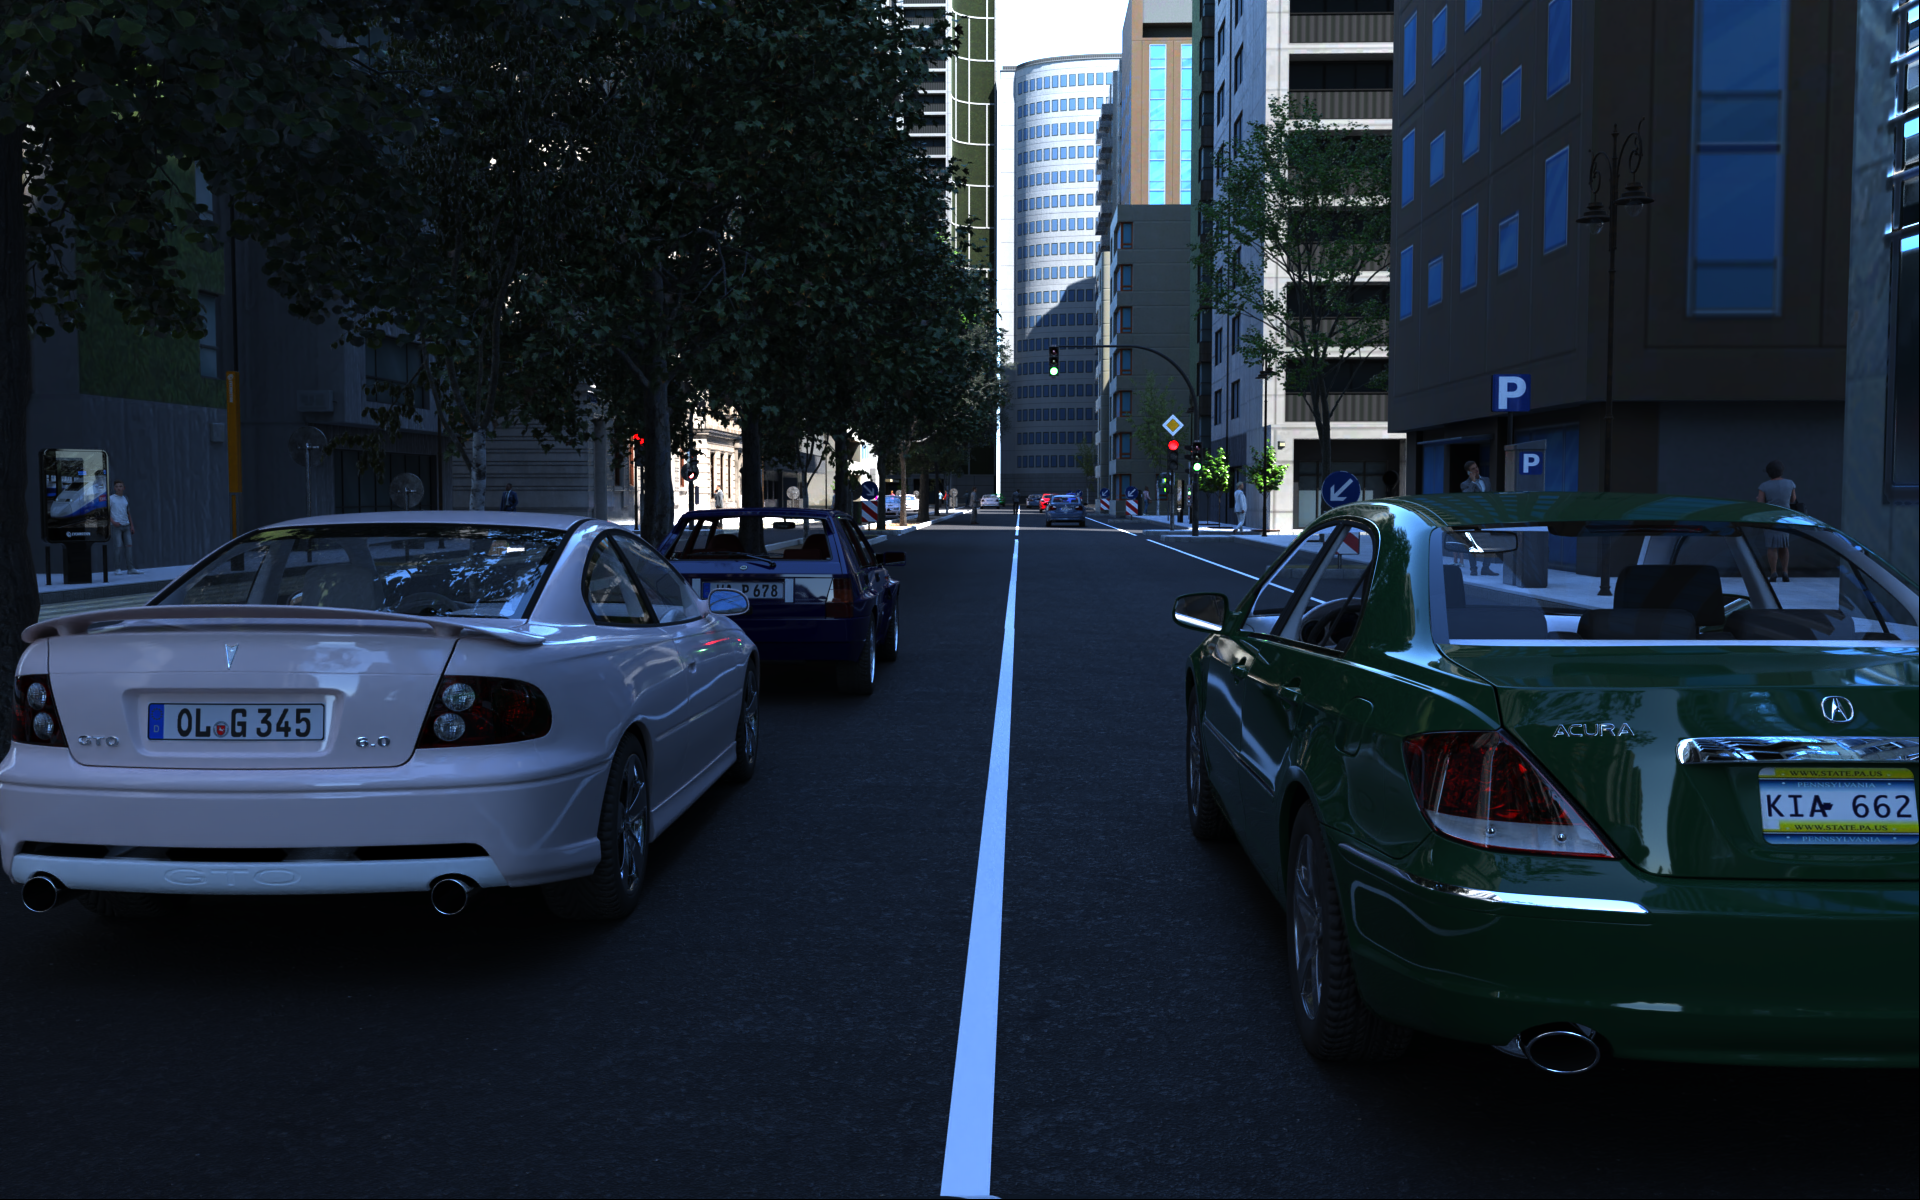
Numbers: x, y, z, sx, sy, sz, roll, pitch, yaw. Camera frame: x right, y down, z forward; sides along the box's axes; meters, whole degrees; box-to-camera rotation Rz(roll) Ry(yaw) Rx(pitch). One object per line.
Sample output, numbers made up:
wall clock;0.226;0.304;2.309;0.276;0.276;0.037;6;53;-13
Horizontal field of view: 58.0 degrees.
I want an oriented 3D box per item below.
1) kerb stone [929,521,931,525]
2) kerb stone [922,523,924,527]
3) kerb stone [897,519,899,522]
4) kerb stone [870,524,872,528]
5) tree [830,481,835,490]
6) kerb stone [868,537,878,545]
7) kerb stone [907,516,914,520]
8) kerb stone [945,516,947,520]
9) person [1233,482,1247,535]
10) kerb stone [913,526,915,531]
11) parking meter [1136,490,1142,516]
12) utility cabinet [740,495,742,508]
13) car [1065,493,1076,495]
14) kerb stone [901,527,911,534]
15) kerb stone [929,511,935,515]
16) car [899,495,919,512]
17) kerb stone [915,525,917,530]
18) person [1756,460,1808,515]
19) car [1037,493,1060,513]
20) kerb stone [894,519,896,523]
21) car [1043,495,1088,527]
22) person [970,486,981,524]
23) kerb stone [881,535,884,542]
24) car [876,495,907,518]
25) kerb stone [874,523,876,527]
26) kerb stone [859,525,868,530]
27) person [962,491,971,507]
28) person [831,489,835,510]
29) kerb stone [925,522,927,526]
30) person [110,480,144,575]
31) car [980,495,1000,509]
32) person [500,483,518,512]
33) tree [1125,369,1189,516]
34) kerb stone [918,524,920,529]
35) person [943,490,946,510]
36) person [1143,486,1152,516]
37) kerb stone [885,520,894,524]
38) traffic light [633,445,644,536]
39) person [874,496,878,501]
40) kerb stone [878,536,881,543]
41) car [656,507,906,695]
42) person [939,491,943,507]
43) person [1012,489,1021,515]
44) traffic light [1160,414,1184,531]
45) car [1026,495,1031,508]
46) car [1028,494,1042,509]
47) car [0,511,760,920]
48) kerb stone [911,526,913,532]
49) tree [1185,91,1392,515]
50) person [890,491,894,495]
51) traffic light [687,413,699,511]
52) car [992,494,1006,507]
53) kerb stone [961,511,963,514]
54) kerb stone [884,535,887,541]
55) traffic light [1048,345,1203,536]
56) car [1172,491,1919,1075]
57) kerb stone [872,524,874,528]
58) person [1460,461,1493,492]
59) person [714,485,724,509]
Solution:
kerb stone;-1.521;-3.392;77.679;0.120;0.150;1.000;0;4;2
kerb stone;-1.697;-3.080;72.554;0.120;0.150;1.000;0;4;2
kerb stone;-3.302;-3.956;86.970;0.120;0.150;1.000;0;4;2
kerb stone;-3.836;-3.018;71.593;0.120;0.150;1.000;0;4;2
tree;-9.161;-8.625;135.615;1.663;3.219;1.824;0;3;0
kerb stone;-2.502;-1.667;49.444;0.120;0.150;1.000;0;4;2
kerb stone;-2.865;-4.713;99.271;0.120;0.150;1.000;0;4;2
kerb stone;-0.950;-4.396;94.062;0.120;0.150;1.000;0;4;2
person;9.109;-2.948;56.573;0.818;1.842;0.514;-3;5;-41
kerb stone;-1.909;-2.701;66.390;0.120;0.150;1.000;0;4;2
parking meter;10.579;-5.751;102.446;0.372;1.533;0.369;0;3;0
utility cabinet;-10.408;-4.524;85.132;0.306;1.237;1.020;1;4;23
car;11.262;-10.147;175.494;1.945;1.707;3.694;0;4;1
kerb stone;-1.989;-2.578;64.347;0.120;0.150;1.000;0;4;2
kerb stone;-1.980;-6.279;124.857;0.120;0.150;1.000;0;4;2
car;-4.347;-7.880;141.194;2.083;1.381;4.827;0;4;2
kerb stone;-1.875;-2.766;67.422;0.120;0.150;1.000;0;4;2
person;11.980;-1.155;25.278;0.716;1.782;0.532;1;4;9
car;6.902;-7.463;131.063;2.155;1.783;4.494;0;4;2
kerb stone;-3.367;-3.834;84.925;0.120;0.150;1.000;0;4;2
car;4.701;-3.990;77.233;2.014;1.417;4.499;0;4;3
person;0.764;-4.510;82.439;0.583;1.804;0.606;-1;4;-14
kerb stone;-2.427;-1.791;51.486;0.120;0.150;1.000;0;4;2
car;-4.128;-5.424;101.049;2.083;1.381;4.827;0;4;2
kerb stone;-3.767;-3.146;73.639;0.120;0.150;1.000;0;4;2
kerb stone;-3.900;-2.896;69.542;0.120;0.150;1.000;0;4;2
person;0.785;-11.515;196.856;1.350;1.814;0.705;-3;4;-36
person;-7.283;-5.627;101.255;0.466;1.731;0.760;3;4;36
kerb stone;-1.634;-3.205;74.597;0.120;0.150;1.000;0;4;2
person;-13.312;-1.155;27.520;0.523;1.515;0.503;0;4;-4
car;2.880;-9.466;167.135;2.083;1.381;4.827;0;4;1
person;-15.269;-3.045;58.469;0.721;1.800;0.419;1;4;11
tree;11.625;-9.226;101.215;4.737;8.622;4.395;0;3;0
kerb stone;-1.808;-2.892;69.478;0.120;0.150;1.000;0;4;2
person;-1.278;-9.188;158.668;0.705;1.831;1.348;1;4;17
person;10.900;-5.796;101.400;0.643;1.750;0.593;-2;4;-29
kerb stone;-3.409;-3.774;83.902;0.120;0.150;1.000;0;4;2
traffic light;-9.788;-3.944;53.401;0.839;4.253;0.868;0;4;2
person;-7.945;-9.547;165.360;0.599;1.433;0.991;2;4;28
kerb stone;-2.466;-1.725;50.465;0.120;0.150;1.000;0;4;2
car;-1.429;-0.070;13.728;1.945;1.354;3.894;0;4;2
person;-2.224;-11.129;190.450;0.705;1.826;1.348;3;5;40
person;3.940;-6.900;121.498;0.592;1.802;0.473;1;4;20
traffic light;7.442;-4.397;60.809;0.839;4.253;0.868;0;4;2
car;7.795;-10.160;178.478;2.083;1.381;4.827;0;4;4
car;7.727;-9.808;172.360;2.014;1.417;4.499;0;4;3
car;-1.993;0.314;7.231;2.083;1.381;4.827;0;4;1
kerb stone;-1.956;-2.639;65.368;0.120;0.150;1.000;0;4;2
tree;9.596;-7.344;45.825;9.928;11.665;9.643;0;3;0
person;-6.222;-9.219;159.955;1.217;1.743;0.721;2;4;26
traffic light;-7.416;-5.301;61.344;4.771;5.953;1.251;0;4;2
car;4.249;-11.525;197.236;1.959;1.807;4.718;0;4;3
kerb stone;-0.062;-5.964;119.713;0.120;0.150;1.000;0;4;2
kerb stone;-2.392;-1.854;52.507;0.120;0.150;1.000;0;4;2
traffic light;5.070;-4.776;52.760;4.771;5.953;1.251;0;4;2
car;1.829;0.368;5.780;2.131;1.459;4.920;0;4;2
kerb stone;-3.799;-3.082;72.614;0.120;0.150;1.000;0;4;2
person;8.184;-1.287;27.268;0.592;1.802;0.473;0;4;4
person;-9.796;-3.764;70.217;0.473;1.802;0.592;0;4;7
